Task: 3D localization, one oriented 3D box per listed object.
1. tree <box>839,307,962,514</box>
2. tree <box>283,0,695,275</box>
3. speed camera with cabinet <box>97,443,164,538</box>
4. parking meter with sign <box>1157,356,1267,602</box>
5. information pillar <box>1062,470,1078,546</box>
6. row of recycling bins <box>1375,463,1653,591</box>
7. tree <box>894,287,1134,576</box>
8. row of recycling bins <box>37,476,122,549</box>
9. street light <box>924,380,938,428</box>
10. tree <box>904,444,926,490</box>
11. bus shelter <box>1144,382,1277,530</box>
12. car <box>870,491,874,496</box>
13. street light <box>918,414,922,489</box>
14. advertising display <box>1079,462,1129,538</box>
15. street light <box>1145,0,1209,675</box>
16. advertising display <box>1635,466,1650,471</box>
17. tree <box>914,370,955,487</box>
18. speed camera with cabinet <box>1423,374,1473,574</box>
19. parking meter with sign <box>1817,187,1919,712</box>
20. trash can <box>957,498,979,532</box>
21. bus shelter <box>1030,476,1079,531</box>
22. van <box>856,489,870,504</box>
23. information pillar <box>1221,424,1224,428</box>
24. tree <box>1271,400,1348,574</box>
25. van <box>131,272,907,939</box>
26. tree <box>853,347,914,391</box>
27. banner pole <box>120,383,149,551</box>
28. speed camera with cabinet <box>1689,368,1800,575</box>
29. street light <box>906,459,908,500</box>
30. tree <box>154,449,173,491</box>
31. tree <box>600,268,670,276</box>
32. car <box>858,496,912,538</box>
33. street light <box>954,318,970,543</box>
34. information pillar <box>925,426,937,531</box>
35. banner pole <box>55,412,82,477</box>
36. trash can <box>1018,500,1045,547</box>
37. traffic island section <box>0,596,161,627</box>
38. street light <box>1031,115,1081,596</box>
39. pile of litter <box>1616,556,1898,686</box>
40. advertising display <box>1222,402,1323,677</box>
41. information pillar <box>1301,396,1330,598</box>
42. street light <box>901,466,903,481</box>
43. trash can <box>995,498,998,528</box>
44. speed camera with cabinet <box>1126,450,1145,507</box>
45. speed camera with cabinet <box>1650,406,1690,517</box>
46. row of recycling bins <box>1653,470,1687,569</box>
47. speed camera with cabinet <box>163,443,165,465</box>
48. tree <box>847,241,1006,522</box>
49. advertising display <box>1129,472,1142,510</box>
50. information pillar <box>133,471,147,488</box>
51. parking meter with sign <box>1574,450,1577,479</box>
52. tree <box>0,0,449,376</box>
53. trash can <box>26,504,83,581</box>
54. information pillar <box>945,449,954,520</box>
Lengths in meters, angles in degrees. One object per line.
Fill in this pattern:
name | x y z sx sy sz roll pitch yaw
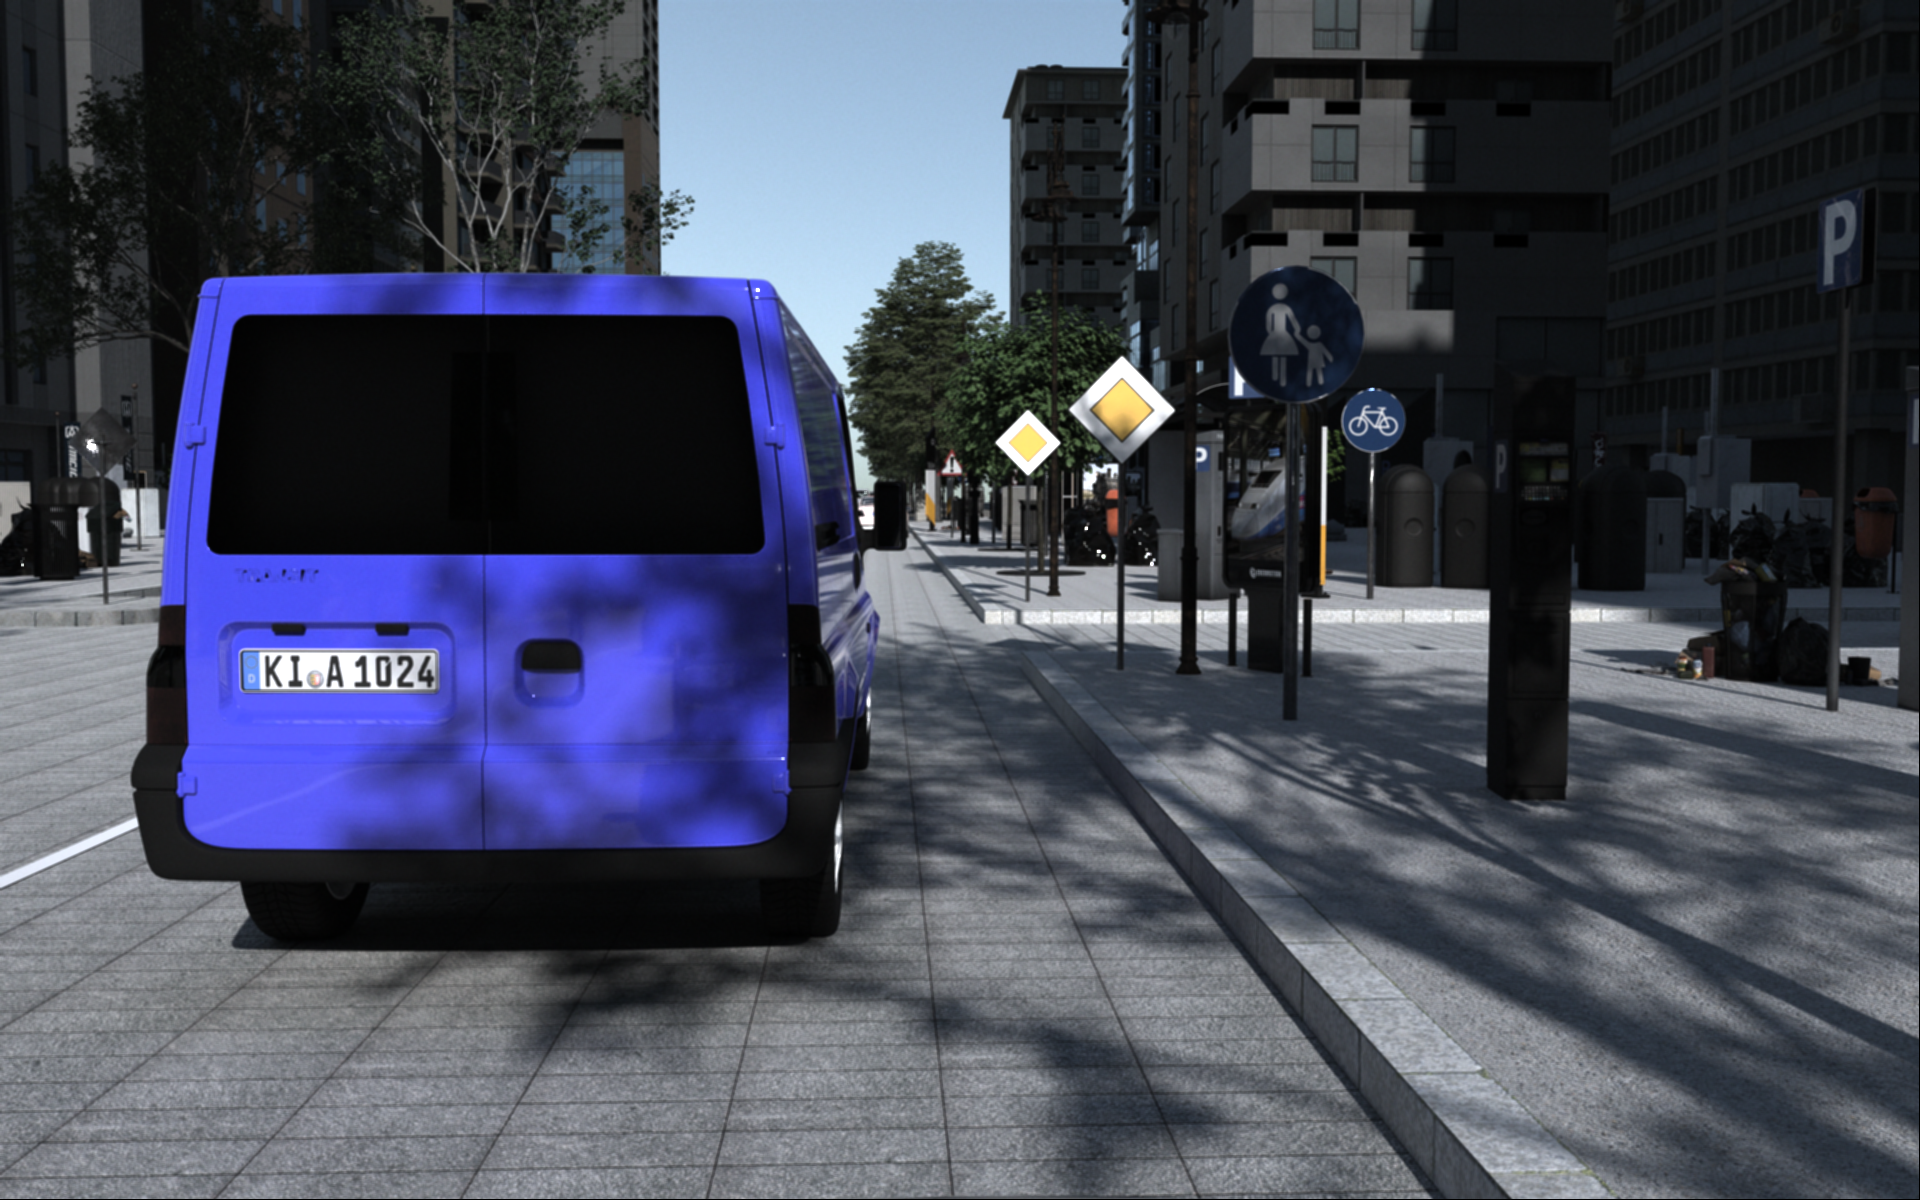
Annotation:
tree | -2.765 -12.466 110.473 9.857 13.997 8.962 0 3 0
tree | -14.574 -12.161 54.721 12.611 20.169 13.585 0 3 0
speed camera with cabinet | -24.599 -3.478 51.193 2.038 3.252 0.660 2 4 27
parking meter with sign | 3.072 -1.521 21.137 0.543 3.016 1.738 3 5 41
information pillar | 2.712 -2.343 42.800 0.304 2.012 0.304 2 4 27
row of recycling bins | 7.462 -1.008 23.599 3.534 1.692 1.069 1 4 18
tree | 1.367 -2.693 27.737 4.285 4.588 4.351 0 3 0
row of recycling bins | -21.075 -2.093 41.332 3.534 1.692 1.069 3 5 44
street light | -1.120 -5.956 70.162 0.468 5.910 1.993 0 4 -3
tree | -2.692 -10.748 126.094 4.360 8.622 3.978 0 3 0
bus shelter | 4.793 -2.455 34.059 2.014 3.302 5.546 0 4 -3
car | -11.788 -14.320 242.806 2.281 1.827 5.304 0 4 -1
street light | -2.085 -7.429 94.250 0.468 5.910 1.993 0 4 -3
advertising display | 2.826 -1.782 34.342 0.974 1.923 0.123 -1 4 -20
street light | 1.633 -2.410 12.199 0.468 5.910 1.993 0 4 -3
advertising display | 16.106 -2.166 40.628 0.974 1.923 0.123 -3 5 -41
tree | -1.397 -9.280 102.089 4.737 8.622 4.395 0 3 0
speed camera with cabinet | 7.518 -2.055 27.932 2.038 3.252 0.660 -3 5 -44
parking meter with sign | 5.988 -0.848 10.130 1.738 3.016 0.543 0 4 2
trash can | 0.264 -2.899 59.051 0.748 1.137 0.748 0 3 0
bus shelter | 3.322 -4.961 58.745 2.179 5.291 8.768 0 4 -2
van | -8.174 -8.359 143.683 2.013 2.044 4.112 0 4 -2
information pillar | 7.509 -3.494 48.488 0.183 3.616 0.504 -3 4 -36
tree | 5.367 -2.036 27.890 1.663 3.219 1.824 0 3 0
van | -1.354 -0.175 7.245 2.240 2.365 5.245 0 4 -1
tree | -6.199 -21.951 214.790 12.611 20.169 13.585 0 3 0
banner pole | -18.626 -2.994 38.962 0.401 3.779 0.863 0 4 1
speed camera with cabinet | 12.102 -1.976 26.640 0.660 3.252 2.038 0 4 -5
street light | -3.346 -9.122 121.940 0.468 5.910 1.993 0 4 -3
tree | -28.321 -4.198 63.245 1.663 3.219 1.824 0 3 0
tree | -15.396 -9.457 80.377 9.928 11.665 9.643 0 3 0
car | -2.647 -2.788 57.946 2.083 1.381 4.827 0 4 -2
street light | 0.086 -4.462 45.747 0.468 5.910 1.993 0 4 -3
information pillar | -1.007 -4.159 59.362 0.183 3.616 0.504 2 4 33
banner pole | -27.247 -3.845 52.888 0.863 3.779 0.401 -1 4 -17
trash can | 1.777 -1.859 42.045 0.748 1.137 0.748 0 3 0
traffic island section | -9.955 0.130 20.148 2.009 0.180 2.903 0 4 -3
street light | 1.184 -2.989 21.665 0.468 5.910 1.993 0 4 -3
pile of litter | 5.584 0.111 12.150 1.176 0.858 1.719 -3 4 -37
advertising display | 2.238 -0.446 12.499 0.123 1.923 0.974 -2 4 -29
information pillar | 4.369 -1.840 21.436 0.183 3.616 0.504 -2 4 -27
street light | -5.679 -12.148 171.412 0.468 5.910 1.993 0 4 -3
trash can | 1.580 -3.347 66.385 0.748 1.137 0.748 0 3 0
speed camera with cabinet | 6.066 -4.227 63.452 0.660 3.252 2.038 2 4 28
speed camera with cabinet | 16.345 -2.708 38.613 0.660 3.252 2.038 -1 4 -22
row of recycling bins | 12.025 -1.468 31.109 1.069 1.692 3.534 0 4 0
speed camera with cabinet | -31.453 -4.471 67.433 2.038 3.252 0.660 3 5 45
tree | -1.447 -9.806 78.463 7.486 12.596 7.792 0 3 0
advertising display | 4.723 -2.717 49.631 0.974 1.923 0.123 0 4 8
information pillar | -26.631 -3.167 56.275 0.304 2.012 0.304 3 5 41
parking meter with sign | 23.276 -4.389 68.025 1.738 3.016 0.543 1 4 17
tree | -13.073 -5.857 30.179 7.601 10.594 8.767 0 4 8
trash can | -13.422 -0.860 25.714 0.748 1.137 0.748 0 3 0
information pillar | -0.495 -5.767 85.646 0.183 3.616 0.504 -3 4 -39
